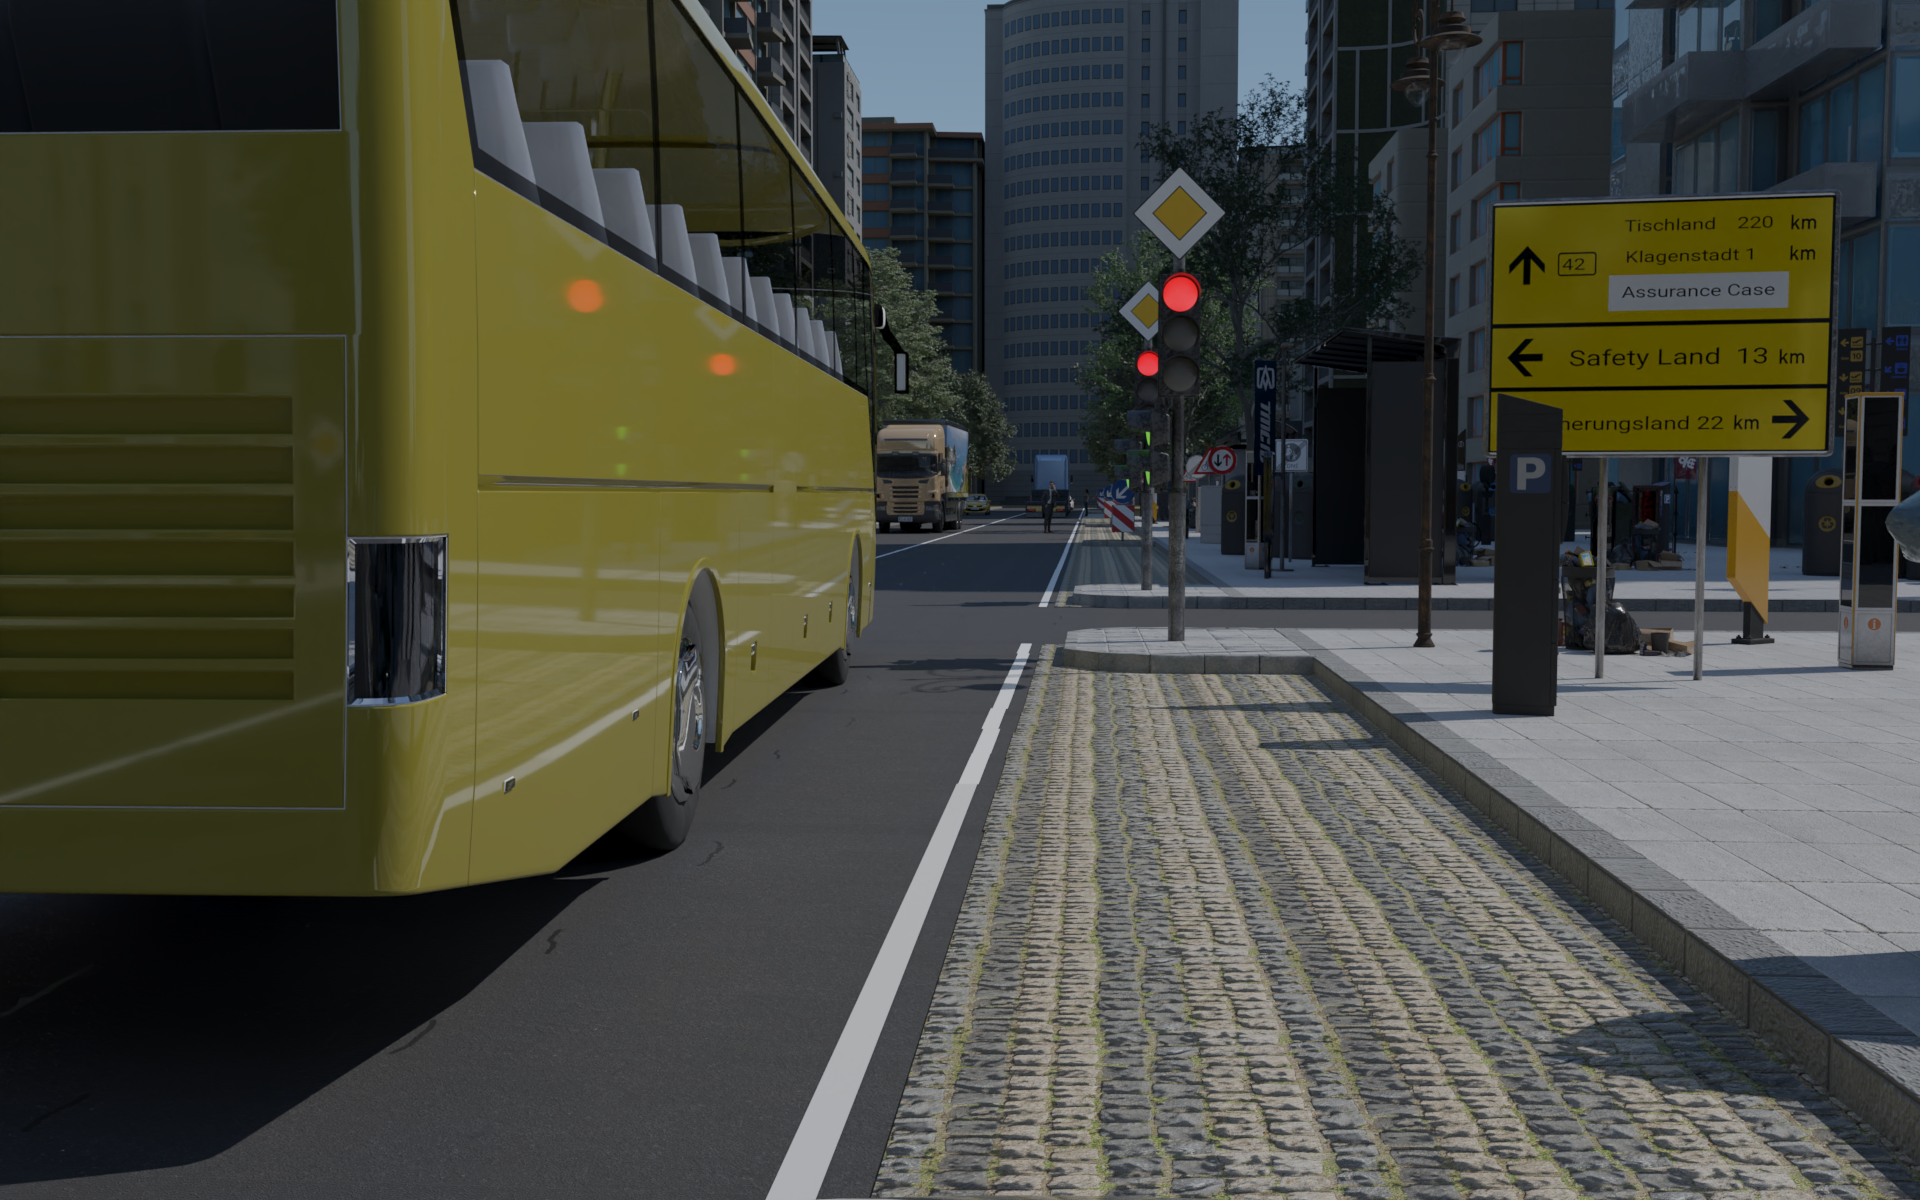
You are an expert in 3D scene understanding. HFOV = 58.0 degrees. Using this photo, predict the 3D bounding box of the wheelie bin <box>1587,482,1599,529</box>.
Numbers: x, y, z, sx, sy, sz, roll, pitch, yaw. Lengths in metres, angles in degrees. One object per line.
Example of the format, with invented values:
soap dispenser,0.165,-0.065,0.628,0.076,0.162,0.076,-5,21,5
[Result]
wheelie bin,16.490,-2.228,44.344,0.980,1.594,0.693,-2,4,-33

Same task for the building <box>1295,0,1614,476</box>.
building,33.188,-41.619,118.726,20.563,71.187,20.611,0,4,4

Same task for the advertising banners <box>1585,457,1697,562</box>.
advertising banners,12.434,-2.155,31.428,2.074,3.025,0.090,0,4,4

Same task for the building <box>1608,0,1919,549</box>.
building,32.640,-25.925,43.489,30.456,49.044,23.786,0,4,4

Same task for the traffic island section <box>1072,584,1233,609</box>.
traffic island section,2.510,-0.051,23.107,2.009,0.180,2.903,0,4,4

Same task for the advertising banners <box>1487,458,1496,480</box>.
advertising banners,18.287,-3.960,60.939,0.090,3.025,2.074,-1,4,-11

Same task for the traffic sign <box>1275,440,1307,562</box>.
traffic sign,6.196,-1.855,32.455,0.606,2.300,0.079,1,4,11

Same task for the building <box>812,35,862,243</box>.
building,-16.315,-29.011,157.928,14.086,41.232,14.154,0,4,4

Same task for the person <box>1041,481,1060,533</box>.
person,3.341,-3.422,63.816,0.648,1.900,0.474,-3,4,-36

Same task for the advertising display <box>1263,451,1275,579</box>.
advertising display,4.743,-1.307,26.584,0.123,1.923,0.974,1,4,13

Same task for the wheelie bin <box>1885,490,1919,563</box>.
wheelie bin,2.979,0.204,4.573,0.980,1.594,0.693,1,4,22

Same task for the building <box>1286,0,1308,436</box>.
building,37.358,-50.832,143.776,22.319,86.520,31.000,0,4,4

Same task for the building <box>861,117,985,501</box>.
building,-11.298,-33.616,204.244,28.867,44.769,22.147,0,4,4

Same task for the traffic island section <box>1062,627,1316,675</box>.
traffic island section,1.912,0.436,15.145,2.009,0.180,2.903,0,4,4

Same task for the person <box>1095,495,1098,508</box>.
person,13.282,-9.580,165.851,1.217,1.743,0.721,1,4,22

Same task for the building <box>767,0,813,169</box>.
building,-20.469,-42.835,138.605,20.563,71.187,20.611,0,4,4

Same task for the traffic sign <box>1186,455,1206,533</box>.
traffic sign,7.803,-3.479,56.988,0.768,2.556,0.104,1,4,13

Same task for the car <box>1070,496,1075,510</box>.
car,9.339,-8.832,156.764,2.083,1.381,4.827,0,4,5

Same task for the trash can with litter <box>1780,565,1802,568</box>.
trash can with litter,15.286,-1.136,29.633,2.233,1.210,1.678,2,4,28

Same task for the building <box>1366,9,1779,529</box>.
building,34.108,-14.108,75.705,27.650,21.520,28.899,0,4,4

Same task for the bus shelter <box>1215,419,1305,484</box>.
bus shelter,8.451,-3.384,49.249,2.014,3.302,5.546,0,4,4

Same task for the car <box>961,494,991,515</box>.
car,1.132,-6.558,117.449,2.015,1.641,3.980,0,4,4

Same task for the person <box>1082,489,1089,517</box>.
person,7.919,-6.139,109.586,0.721,1.735,1.217,-1,4,-11

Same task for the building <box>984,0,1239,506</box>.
building,17.132,-40.324,201.297,28.212,58.520,21.231,0,4,4

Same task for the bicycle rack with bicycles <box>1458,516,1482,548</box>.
bicycle rack with bicycles,10.769,-1.673,40.732,2.925,0.926,2.852,0,4,6

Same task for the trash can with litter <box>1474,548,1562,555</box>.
trash can with litter,11.421,-1.530,36.072,2.233,1.210,1.678,2,4,26

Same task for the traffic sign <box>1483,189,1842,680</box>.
traffic sign,4.767,-1.102,11.891,2.265,3.308,0.079,1,4,11

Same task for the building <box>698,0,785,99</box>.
building,-23.766,-28.151,114.896,22.147,44.769,28.867,0,4,4

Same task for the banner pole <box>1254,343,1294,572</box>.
banner pole,5.161,-2.360,28.611,0.863,3.779,0.401,-2,4,-30

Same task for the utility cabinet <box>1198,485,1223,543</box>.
utility cabinet,6.804,-2.202,44.684,1.173,1.500,0.318,2,4,35

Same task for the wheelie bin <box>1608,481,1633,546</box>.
wheelie bin,16.246,-2.123,42.619,0.693,1.594,0.980,2,4,26

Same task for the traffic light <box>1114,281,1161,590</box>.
traffic light,2.471,-2.084,22.996,0.839,4.253,0.868,0,4,4

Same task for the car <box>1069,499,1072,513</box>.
car,7.416,-7.352,129.988,2.009,1.686,4.222,0,4,6

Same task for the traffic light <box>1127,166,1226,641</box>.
traffic light,1.873,-1.597,15.034,0.839,4.253,0.868,0,4,4

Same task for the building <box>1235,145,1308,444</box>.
building,38.329,-31.398,196.944,14.086,41.232,14.154,0,4,4

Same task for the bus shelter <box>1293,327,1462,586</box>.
bus shelter,6.465,-2.209,27.396,1.731,3.624,6.357,0,4,4

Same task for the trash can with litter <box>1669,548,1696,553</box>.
trash can with litter,15.446,-1.687,38.640,1.678,1.210,2.233,1,4,17

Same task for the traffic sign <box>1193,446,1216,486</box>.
traffic sign,6.742,-2.860,46.773,0.884,2.594,0.081,0,4,7

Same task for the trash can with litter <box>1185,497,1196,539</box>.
trash can with litter,6.319,-2.316,49.251,0.624,1.170,1.055,1,4,10
